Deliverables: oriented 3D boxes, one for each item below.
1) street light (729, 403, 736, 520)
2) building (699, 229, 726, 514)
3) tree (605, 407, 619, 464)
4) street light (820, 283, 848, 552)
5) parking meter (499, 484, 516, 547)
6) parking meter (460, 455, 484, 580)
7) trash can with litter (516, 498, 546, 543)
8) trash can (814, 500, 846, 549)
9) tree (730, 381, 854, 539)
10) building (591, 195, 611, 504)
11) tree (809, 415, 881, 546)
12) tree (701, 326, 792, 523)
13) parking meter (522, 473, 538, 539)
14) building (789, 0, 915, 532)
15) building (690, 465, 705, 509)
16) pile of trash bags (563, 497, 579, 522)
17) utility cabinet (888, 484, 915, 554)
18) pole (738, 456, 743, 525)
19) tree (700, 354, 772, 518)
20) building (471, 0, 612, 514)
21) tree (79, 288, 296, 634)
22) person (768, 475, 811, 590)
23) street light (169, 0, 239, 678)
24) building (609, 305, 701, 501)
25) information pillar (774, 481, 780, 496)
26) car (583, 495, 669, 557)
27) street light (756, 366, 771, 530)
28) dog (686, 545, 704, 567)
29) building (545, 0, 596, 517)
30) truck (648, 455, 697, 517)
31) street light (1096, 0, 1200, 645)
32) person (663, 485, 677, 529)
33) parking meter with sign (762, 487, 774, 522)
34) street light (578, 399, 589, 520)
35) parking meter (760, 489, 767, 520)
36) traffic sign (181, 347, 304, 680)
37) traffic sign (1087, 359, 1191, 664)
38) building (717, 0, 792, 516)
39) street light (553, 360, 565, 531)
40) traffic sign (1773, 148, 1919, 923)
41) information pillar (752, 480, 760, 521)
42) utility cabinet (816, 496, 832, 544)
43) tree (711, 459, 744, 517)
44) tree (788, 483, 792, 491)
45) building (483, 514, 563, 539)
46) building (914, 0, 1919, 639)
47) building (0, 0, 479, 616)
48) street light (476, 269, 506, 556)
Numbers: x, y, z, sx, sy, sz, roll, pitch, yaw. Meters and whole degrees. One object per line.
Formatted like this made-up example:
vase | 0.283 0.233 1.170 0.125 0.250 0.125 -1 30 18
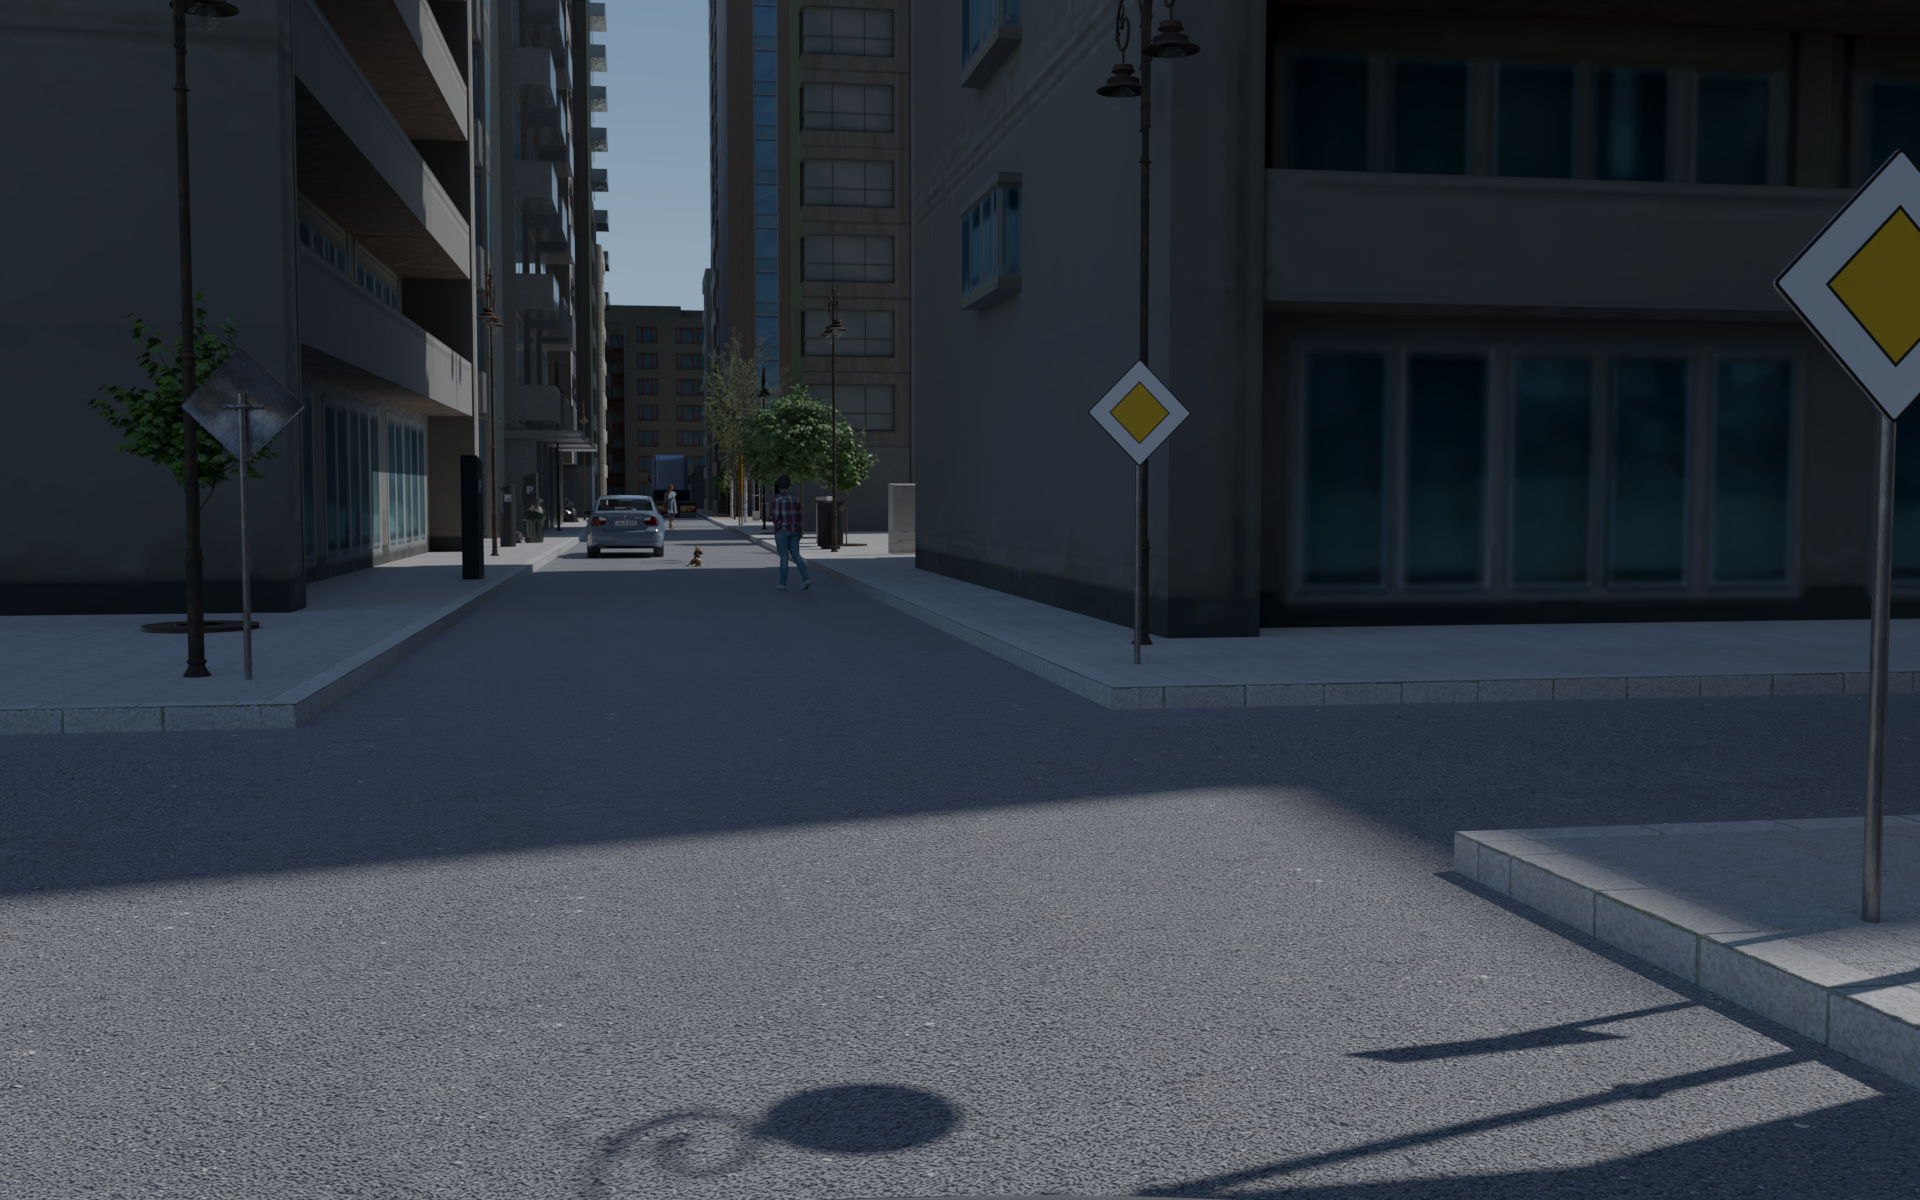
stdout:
street light | -11.300 -6.965 86.671 0.468 5.910 1.993 -1 4 -10
building | -4.851 -17.405 129.611 27.650 21.520 28.899 -1 4 -10
tree | -28.262 -11.209 133.630 4.360 8.622 3.978 0 3 0
street light | -2.776 -3.995 38.100 0.468 5.910 1.993 -1 4 -10
parking meter | -10.981 -2.057 42.041 0.372 1.533 0.369 0 3 0
parking meter | -7.350 -1.248 26.108 0.255 1.863 0.399 0 4 -2
trash can with litter | -11.403 -2.079 45.382 1.055 1.170 0.624 0 4 0
trash can | -3.017 -1.753 40.315 0.748 1.137 0.748 0 3 0
tree | -4.695 -4.063 50.151 4.285 4.588 4.351 0 3 0
building | -37.383 -16.334 112.106 27.650 21.520 28.899 -1 4 -10
tree | -2.944 -2.948 42.798 1.663 3.219 1.824 0 3 0
tree | -9.297 -7.735 76.832 4.360 8.622 3.978 0 3 0
parking meter | -11.685 -2.532 47.104 0.399 1.863 0.255 0 4 -5
building | 0.417 -23.368 65.662 14.154 41.232 14.086 -1 4 -10
building | -13.356 -43.635 151.683 20.563 71.187 20.611 -1 4 -10
pile of trash bags | -18.551 -4.248 79.213 1.912 1.369 3.447 -1 4 -19
utility cabinet | -0.931 -1.723 36.852 1.173 1.500 0.318 -2 4 -27
pole | -9.053 -4.745 71.429 0.158 3.312 0.155 0 3 0
tree | -11.971 -8.666 92.058 4.737 8.622 4.395 0 3 0
building | -45.215 -32.195 145.994 30.456 49.044 23.786 -1 4 -10
tree | -7.058 -1.328 16.319 1.663 3.219 1.824 0 3 0
person | -2.576 -1.017 25.964 0.563 1.720 0.643 -3 5 -42
street light | -5.368 -2.399 12.007 0.468 5.910 1.993 -1 4 -10
building | -40.427 -20.544 180.927 28.899 21.520 27.650 -1 4 -10
information pillar | -6.636 -3.607 63.460 0.304 2.012 0.304 1 4 14
car | -7.833 -1.750 40.618 2.014 1.417 4.499 -1 4 -10
street light | -7.076 -5.485 62.473 0.468 5.910 1.993 -1 4 -10
dog | -5.312 -0.870 34.413 0.550 0.427 0.748 3 4 36
building | -26.932 -19.583 91.885 14.160 30.474 14.107 -1 4 -10
truck | -18.891 -7.581 113.701 2.967 4.110 18.799 -1 4 -11
street light | 1.555 -2.557 14.603 0.468 5.910 1.993 -1 4 -10
person | -11.791 -3.777 70.344 0.616 1.811 0.778 -2 4 -24
parking meter with sign | -8.324 -5.135 80.226 1.738 3.016 0.543 0 4 -4
street light | -18.246 -6.805 84.047 0.468 5.910 1.993 -1 4 -10
parking meter | -9.826 -4.777 86.511 0.372 1.533 0.369 0 3 0
traffic sign | -4.916 -0.506 11.912 0.795 2.450 0.064 -1 4 -10
traffic sign | 1.334 -0.572 12.998 0.795 2.450 0.064 -1 4 -10
building | -7.658 -27.916 106.543 14.600 45.320 14.200 -1 4 -10
street light | -13.869 -5.316 59.698 0.468 5.910 1.993 -1 4 -10
traffic sign | 2.731 -0.091 5.135 0.795 2.450 0.064 -1 4 -10
information pillar | -9.888 -4.861 83.971 0.304 2.012 0.304 -1 4 -22
utility cabinet | -3.541 -2.092 45.363 0.306 1.237 1.020 0 4 6
tree | -13.074 -6.218 96.267 1.663 3.219 1.824 0 3 0
tree | -8.346 -5.376 82.505 1.663 3.219 1.824 0 3 0
building | -25.074 -26.887 59.203 23.786 49.044 30.456 -1 4 -10
building | 10.319 -24.617 26.190 21.600 48.544 21.300 -1 4 -10
building | -19.551 -24.587 25.702 21.300 48.544 21.600 -1 4 -10
street light | -9.640 -3.849 35.716 0.468 5.910 1.993 -1 4 -10
